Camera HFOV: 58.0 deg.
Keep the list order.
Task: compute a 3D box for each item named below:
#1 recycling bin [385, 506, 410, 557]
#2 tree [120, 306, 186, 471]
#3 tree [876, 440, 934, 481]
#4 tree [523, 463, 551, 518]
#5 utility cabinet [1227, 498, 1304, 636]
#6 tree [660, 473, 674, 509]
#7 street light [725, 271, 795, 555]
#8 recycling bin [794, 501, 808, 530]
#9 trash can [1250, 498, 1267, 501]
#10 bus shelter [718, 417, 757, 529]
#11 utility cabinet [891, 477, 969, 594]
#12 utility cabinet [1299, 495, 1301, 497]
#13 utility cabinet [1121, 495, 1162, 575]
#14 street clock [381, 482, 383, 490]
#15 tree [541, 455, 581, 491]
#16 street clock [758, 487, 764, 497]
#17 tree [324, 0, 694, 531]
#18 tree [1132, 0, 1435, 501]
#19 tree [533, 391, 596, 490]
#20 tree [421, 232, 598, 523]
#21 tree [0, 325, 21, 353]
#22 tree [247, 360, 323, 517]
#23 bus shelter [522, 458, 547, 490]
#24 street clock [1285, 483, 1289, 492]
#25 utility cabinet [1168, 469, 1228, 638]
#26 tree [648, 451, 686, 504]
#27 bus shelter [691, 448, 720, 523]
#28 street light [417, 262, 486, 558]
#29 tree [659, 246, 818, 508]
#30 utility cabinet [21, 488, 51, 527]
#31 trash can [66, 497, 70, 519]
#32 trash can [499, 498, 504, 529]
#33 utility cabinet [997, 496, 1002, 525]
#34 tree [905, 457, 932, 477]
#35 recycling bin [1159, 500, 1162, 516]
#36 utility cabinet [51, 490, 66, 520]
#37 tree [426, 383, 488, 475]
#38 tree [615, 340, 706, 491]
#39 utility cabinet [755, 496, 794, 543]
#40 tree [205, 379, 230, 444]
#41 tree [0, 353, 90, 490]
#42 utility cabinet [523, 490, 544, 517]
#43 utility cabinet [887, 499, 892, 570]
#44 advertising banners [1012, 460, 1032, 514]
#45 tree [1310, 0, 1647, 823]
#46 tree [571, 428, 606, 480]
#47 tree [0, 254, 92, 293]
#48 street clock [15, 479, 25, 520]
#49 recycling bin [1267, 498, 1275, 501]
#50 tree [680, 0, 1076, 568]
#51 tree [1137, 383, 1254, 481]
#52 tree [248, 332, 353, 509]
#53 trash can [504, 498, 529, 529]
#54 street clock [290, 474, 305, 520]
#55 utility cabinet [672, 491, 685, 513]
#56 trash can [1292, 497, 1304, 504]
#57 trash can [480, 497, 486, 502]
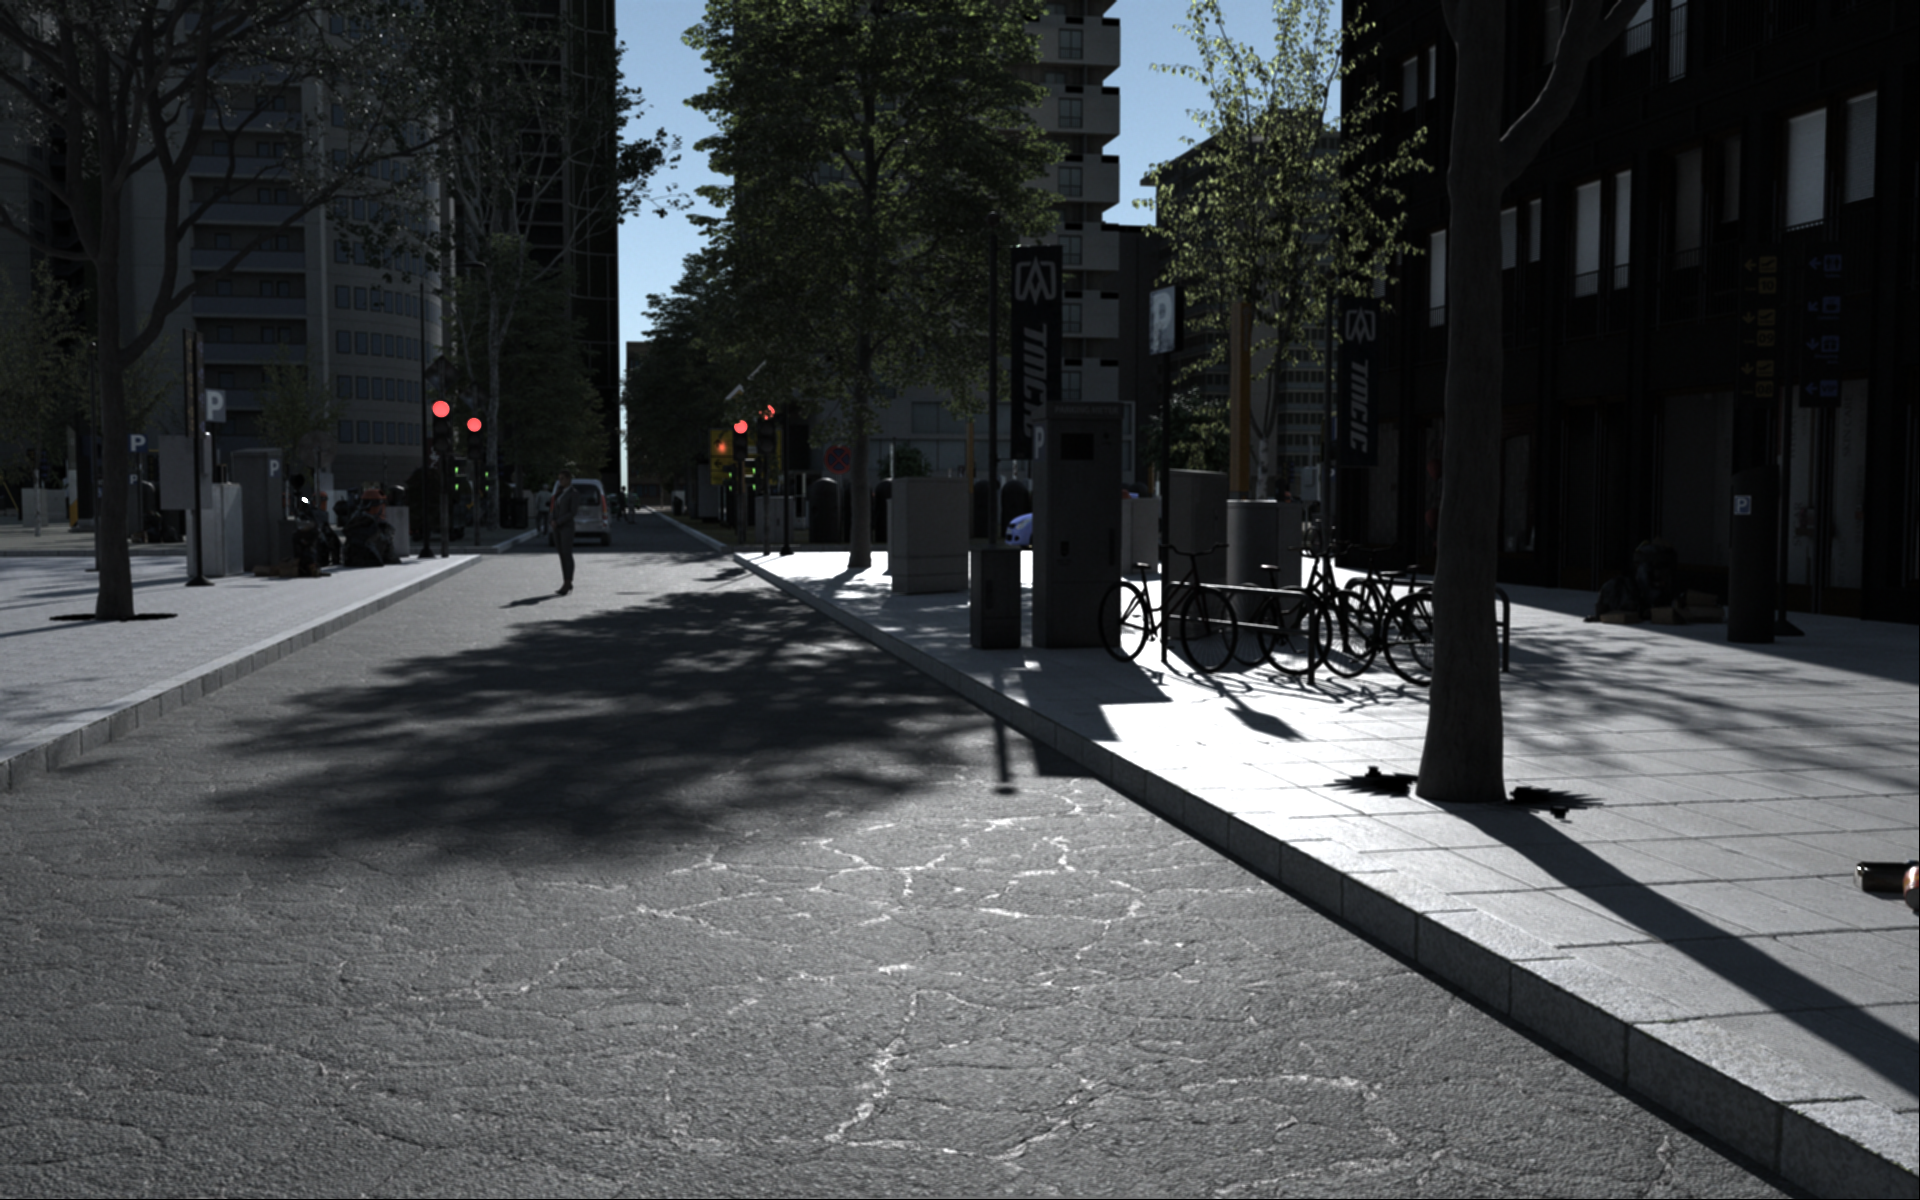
[{"bbox_3d":[-11.705,-1.392,35.309,0.722,1.027,0.722,-3,5,-40],"label":"recycling bin"},{"bbox_3d":[-32.030,-7.126,66.870,4.360,8.622,3.978,0,3,0],"label":"tree"},{"bbox_3d":[-3.246,-7.325,103.485,4.285,4.588,4.351,0,3,0],"label":"tree"},{"bbox_3d":[-22.480,-5.960,92.055,1.663,3.219,1.824,0,3,0],"label":"tree"},{"bbox_3d":[2.791,-0.303,16.120,0.306,1.237,1.020,-1,4,-23],"label":"utility cabinet"},{"bbox_3d":[-24.535,-9.365,147.715,1.663,3.219,1.824,0,3,0],"label":"tree"},{"bbox_3d":[-4.180,-3.893,36.188,1.470,5.913,1.316,-1,4,-11],"label":"street light"},{"bbox_3d":[-6.085,-3.058,62.557,0.722,1.027,0.722,1,4,21],"label":"recycling bin"},{"bbox_3d":[9.847,-2.817,57.715,0.748,1.137,0.748,0,3,0],"label":"trash can"},{"bbox_3d":[-8.455,-5.480,67.228,2.179,5.291,8.768,-1,4,-11],"label":"bus shelter"},{"bbox_3d":[-0.386,-0.842,22.451,0.318,1.500,1.173,3,5,42],"label":"utility cabinet"},{"bbox_3d":[20.465,-5.668,103.833,0.306,1.237,1.020,1,4,12],"label":"utility cabinet"},{"bbox_3d":[2.870,-1.030,27.999,0.306,1.237,1.020,2,4,31],"label":"utility cabinet"},{"bbox_3d":[-34.582,-6.040,103.319,0.358,2.002,0.471,-3,5,-39],"label":"street clock"},{"bbox_3d":[-30.798,-9.117,132.771,4.285,4.588,4.351,0,3,0],"label":"tree"},{"bbox_3d":[-6.271,-3.074,54.825,0.358,2.002,0.471,-1,4,-10],"label":"street clock"},{"bbox_3d":[-15.875,-12.566,61.346,12.611,20.169,13.585,0,3,0],"label":"tree"},{"bbox_3d":[4.157,-4.460,23.290,4.360,8.622,3.978,0,3,0],"label":"tree"},{"bbox_3d":[-26.900,-10.157,116.431,4.737,8.622,4.395,0,3,0],"label":"tree"},{"bbox_3d":[-19.567,-9.653,75.960,7.486,12.596,7.792,0,3,0],"label":"tree"},{"bbox_3d":[-26.850,-5.800,45.189,4.737,8.622,4.395,0,3,0],"label":"tree"},{"bbox_3d":[-37.181,-8.874,95.450,4.360,8.622,3.978,0,3,0],"label":"tree"},{"bbox_3d":[-26.102,-7.066,106.812,1.731,3.624,6.357,-1,4,-11],"label":"bus shelter"},{"bbox_3d":[22.106,-6.882,117.094,0.358,2.002,0.471,0,4,6],"label":"street clock"},{"bbox_3d":[2.147,-0.428,15.683,0.318,1.500,1.173,1,4,23],"label":"utility cabinet"},{"bbox_3d":[-29.728,-13.680,174.025,4.360,8.622,3.978,0,3,0],"label":"tree"},{"bbox_3d":[-10.465,-4.937,74.649,2.014,3.302,5.546,-1,4,-11],"label":"bus shelter"},{"bbox_3d":[-10.194,-3.805,34.752,1.470,5.913,1.316,-1,4,-11],"label":"street light"},{"bbox_3d":[-5.748,-6.075,49.688,4.737,8.622,4.395,0,3,0],"label":"tree"},{"bbox_3d":[-35.476,-3.532,66.432,1.173,1.500,0.318,2,4,30],"label":"utility cabinet"},{"bbox_3d":[-46.635,-4.802,90.169,0.748,1.137,0.748,0,3,0],"label":"trash can"},{"bbox_3d":[-16.820,-3.226,64.403,0.748,1.137,0.748,0,3,0],"label":"trash can"},{"bbox_3d":[1.910,-3.748,72.440,0.306,1.237,1.020,-2,4,-31],"label":"utility cabinet"},{"bbox_3d":[-2.214,-5.939,91.697,1.663,3.219,1.824,0,3,0],"label":"tree"},{"bbox_3d":[8.097,-3.697,73.000,0.722,1.027,0.722,0,4,-6],"label":"recycling bin"},{"bbox_3d":[-44.621,-4.680,85.198,0.318,1.500,1.173,2,4,30],"label":"utility cabinet"},{"bbox_3d":[-29.431,-9.293,102.304,4.360,8.622,3.978,0,3,0],"label":"tree"},{"bbox_3d":[-22.263,-14.046,136.306,9.857,13.997,8.962,0,3,0],"label":"tree"},{"bbox_3d":[-4.876,-2.098,45.459,1.020,1.237,0.306,2,4,24],"label":"utility cabinet"},{"bbox_3d":[-48.662,-9.777,110.223,4.360,8.622,3.978,0,3,0],"label":"tree"},{"bbox_3d":[-49.790,-8.808,94.374,4.737,8.622,4.395,0,3,0],"label":"tree"},{"bbox_3d":[-23.230,-5.248,94.477,1.173,1.500,0.318,-1,4,-10],"label":"utility cabinet"},{"bbox_3d":[-0.778,-1.132,29.667,1.020,1.237,0.306,-3,5,-41],"label":"utility cabinet"},{"bbox_3d":[2.194,-3.961,60.952,0.090,3.025,2.074,2,4,24],"label":"advertising banners"},{"bbox_3d":[2.252,-5.913,7.043,12.009,13.543,11.850,0,3,0],"label":"tree"},{"bbox_3d":[-39.350,-14.085,180.651,4.360,8.622,3.978,0,3,0],"label":"tree"},{"bbox_3d":[-28.181,-6.227,52.172,4.360,8.622,3.978,0,3,0],"label":"tree"},{"bbox_3d":[-45.835,-4.889,84.503,0.358,2.002,0.471,0,4,0],"label":"street clock"},{"bbox_3d":[22.359,-6.832,124.252,0.722,1.027,0.722,0,4,4],"label":"recycling bin"},{"bbox_3d":[-1.452,-6.862,30.314,7.486,12.596,7.792,0,3,0],"label":"tree"},{"bbox_3d":[6.977,-4.125,51.161,4.285,4.588,4.351,0,3,0],"label":"tree"},{"bbox_3d":[-30.411,-7.920,79.860,4.737,8.622,4.395,0,3,0],"label":"tree"},{"bbox_3d":[-16.117,-3.162,63.345,0.748,1.137,0.748,0,3,0],"label":"trash can"},{"bbox_3d":[-23.771,-3.523,62.176,0.358,2.002,0.471,2,4,26],"label":"street clock"},{"bbox_3d":[-18.852,-6.554,115.830,0.318,1.500,1.173,1,4,23],"label":"utility cabinet"},{"bbox_3d":[19.036,-5.252,97.529,0.748,1.137,0.748,0,3,0],"label":"trash can"},{"bbox_3d":[-21.652,-4.101,78.712,0.748,1.137,0.748,0,3,0],"label":"trash can"}]
